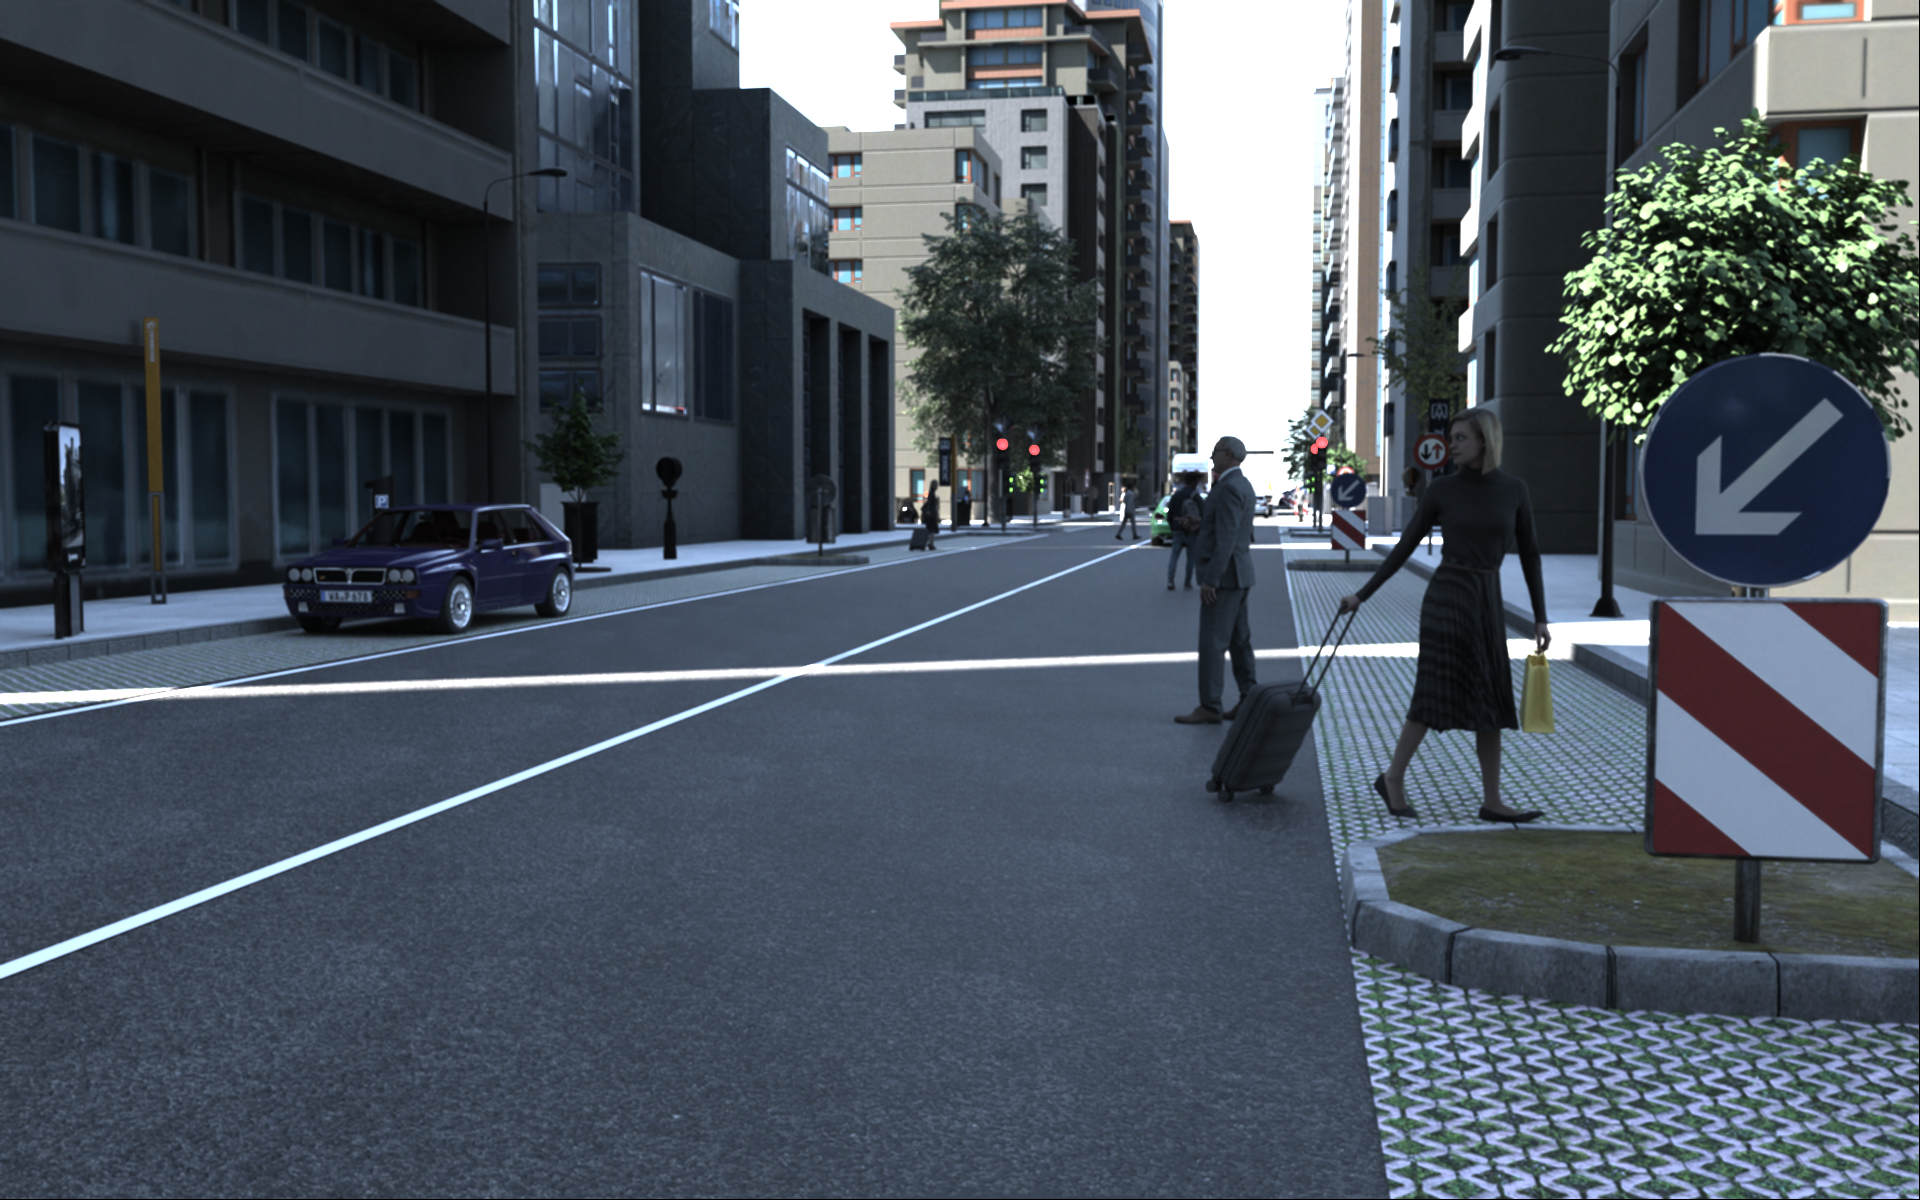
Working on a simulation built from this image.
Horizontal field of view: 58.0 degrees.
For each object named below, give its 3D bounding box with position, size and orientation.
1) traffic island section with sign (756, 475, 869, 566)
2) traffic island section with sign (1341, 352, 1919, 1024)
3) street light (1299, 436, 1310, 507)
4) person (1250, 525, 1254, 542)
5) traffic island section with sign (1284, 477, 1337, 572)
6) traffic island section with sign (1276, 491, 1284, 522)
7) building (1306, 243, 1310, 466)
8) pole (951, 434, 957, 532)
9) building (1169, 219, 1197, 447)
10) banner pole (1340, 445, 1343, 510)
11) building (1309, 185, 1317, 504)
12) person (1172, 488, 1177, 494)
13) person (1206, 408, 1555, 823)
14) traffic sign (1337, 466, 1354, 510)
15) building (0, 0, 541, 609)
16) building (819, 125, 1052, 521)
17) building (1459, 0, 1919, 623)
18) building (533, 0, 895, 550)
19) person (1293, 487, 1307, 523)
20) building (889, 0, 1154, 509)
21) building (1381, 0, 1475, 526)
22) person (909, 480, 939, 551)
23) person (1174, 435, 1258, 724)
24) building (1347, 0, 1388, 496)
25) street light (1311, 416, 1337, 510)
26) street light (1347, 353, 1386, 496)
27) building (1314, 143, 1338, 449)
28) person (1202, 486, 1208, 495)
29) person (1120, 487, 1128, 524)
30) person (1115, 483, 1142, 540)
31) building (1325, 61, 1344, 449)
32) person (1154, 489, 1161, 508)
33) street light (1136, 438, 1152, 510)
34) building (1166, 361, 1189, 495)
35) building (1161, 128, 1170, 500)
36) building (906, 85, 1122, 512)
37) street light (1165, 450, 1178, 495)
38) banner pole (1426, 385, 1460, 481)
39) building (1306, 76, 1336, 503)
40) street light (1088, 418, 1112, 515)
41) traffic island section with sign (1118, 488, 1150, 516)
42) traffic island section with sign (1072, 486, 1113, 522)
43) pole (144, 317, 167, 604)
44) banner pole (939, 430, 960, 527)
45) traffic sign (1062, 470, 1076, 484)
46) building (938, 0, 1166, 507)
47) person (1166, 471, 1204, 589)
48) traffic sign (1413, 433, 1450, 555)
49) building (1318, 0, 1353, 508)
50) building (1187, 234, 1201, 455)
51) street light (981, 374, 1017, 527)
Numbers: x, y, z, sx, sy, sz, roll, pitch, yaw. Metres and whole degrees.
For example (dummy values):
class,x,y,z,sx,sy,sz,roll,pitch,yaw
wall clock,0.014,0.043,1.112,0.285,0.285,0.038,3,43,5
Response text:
class,x,y,z,sx,sy,sz,roll,pitch,yaw
traffic island section with sign,-2.920,-1.624,35.175,1.989,1.847,2.006,1,4,10
traffic island section with sign,2.288,0.182,5.654,1.989,1.847,2.006,1,4,10
street light,28.175,-10.183,139.028,1.470,5.913,1.316,1,4,10
person,8.498,-2.641,51.649,0.622,1.834,0.822,0,4,0
traffic island section with sign,7.184,-1.472,32.688,1.989,1.847,2.006,1,4,10
traffic island section with sign,17.143,-4.840,87.756,1.989,1.847,2.006,1,4,10
building,67.095,-38.142,278.238,22.147,44.769,28.867,1,4,10
pole,-0.208,-3.974,58.813,0.158,3.312,0.155,0,3,0
building,25.203,-37.570,268.893,22.147,44.769,28.867,1,4,10
banner pole,19.613,-6.060,89.100,0.401,3.779,0.863,1,4,13
building,53.671,-33.435,230.251,14.154,41.232,14.086,1,4,10
person,11.964,-5.369,96.764,0.782,1.767,0.515,1,4,11
person,1.927,0.057,7.784,1.509,1.804,0.699,3,5,44
traffic sign,17.610,-4.831,79.092,0.768,2.556,0.104,1,4,12
building,-19.898,-24.321,21.352,21.300,48.544,21.600,1,4,10
building,-10.359,-15.495,98.381,27.650,21.520,28.899,1,4,10
building,24.157,-11.223,28.538,27.650,21.520,28.899,1,4,10
building,-19.506,-45.086,49.820,31.000,86.520,22.319,1,4,10
person,16.777,-4.693,85.415,0.473,1.802,0.592,-3,5,-40
building,5.839,-30.736,157.163,22.147,44.769,28.867,1,4,10
building,29.718,-27.632,75.483,21.600,48.544,21.300,1,4,10
person,-0.872,-2.152,43.896,0.699,1.804,1.509,2,4,29
person,1.606,-0.138,10.934,0.590,1.801,0.661,1,4,20
building,36.367,-29.278,128.805,14.600,45.320,14.200,1,4,10
street light,21.327,-7.843,100.777,1.470,5.913,1.316,1,4,10
street light,13.459,-5.177,57.191,1.470,5.913,1.316,1,4,10
building,49.517,-31.804,203.596,14.154,41.232,14.086,1,4,10
person,12.411,-4.823,87.314,0.822,1.834,0.622,1,4,9
person,7.900,-4.566,83.706,0.362,1.759,0.519,-1,4,-22
person,5.287,-2.788,54.351,0.850,1.792,0.678,-1,4,-18
building,49.790,-34.288,180.216,23.786,49.044,30.456,1,4,10
person,14.187,-7.087,124.559,0.511,1.800,0.466,1,4,20
street light,15.308,-10.464,143.633,1.470,5.913,1.316,1,4,10
building,17.243,-24.263,241.742,27.650,21.520,28.899,1,4,10
building,17.466,-33.979,205.674,14.600,45.320,14.200,1,4,10
building,4.170,-21.708,126.627,14.160,30.474,14.107,1,4,10
street light,22.170,-12.804,181.882,1.470,5.913,1.316,1,4,10
banner pole,11.196,-3.053,39.934,0.863,3.779,0.401,0,4,2
building,61.025,-43.294,249.849,21.231,58.520,28.212,1,4,10
street light,8.573,-8.164,106.020,1.470,5.913,1.316,1,4,10
traffic island section with sign,11.650,-6.545,115.638,1.989,1.847,2.006,1,4,10
traffic island section with sign,6.841,-4.923,89.114,1.989,1.847,2.006,1,4,10
pole,-9.349,-1.607,20.118,0.158,3.312,0.155,0,3,0
banner pole,-0.425,-4.726,67.289,0.863,3.779,0.401,1,4,12
traffic sign,5.802,-5.665,92.733,0.768,2.556,0.104,1,4,20
building,10.269,-39.331,185.059,21.231,58.520,28.212,1,4,10
person,3.398,-1.051,26.034,0.623,1.781,0.721,1,4,14
traffic sign,9.881,-2.216,36.337,0.768,2.556,0.104,1,4,12
building,42.849,-43.831,154.893,20.563,71.187,20.611,1,4,10
building,32.887,-39.096,289.332,14.600,45.320,14.200,1,4,10
street light,1.530,-5.798,67.342,1.470,5.913,1.316,1,4,10
